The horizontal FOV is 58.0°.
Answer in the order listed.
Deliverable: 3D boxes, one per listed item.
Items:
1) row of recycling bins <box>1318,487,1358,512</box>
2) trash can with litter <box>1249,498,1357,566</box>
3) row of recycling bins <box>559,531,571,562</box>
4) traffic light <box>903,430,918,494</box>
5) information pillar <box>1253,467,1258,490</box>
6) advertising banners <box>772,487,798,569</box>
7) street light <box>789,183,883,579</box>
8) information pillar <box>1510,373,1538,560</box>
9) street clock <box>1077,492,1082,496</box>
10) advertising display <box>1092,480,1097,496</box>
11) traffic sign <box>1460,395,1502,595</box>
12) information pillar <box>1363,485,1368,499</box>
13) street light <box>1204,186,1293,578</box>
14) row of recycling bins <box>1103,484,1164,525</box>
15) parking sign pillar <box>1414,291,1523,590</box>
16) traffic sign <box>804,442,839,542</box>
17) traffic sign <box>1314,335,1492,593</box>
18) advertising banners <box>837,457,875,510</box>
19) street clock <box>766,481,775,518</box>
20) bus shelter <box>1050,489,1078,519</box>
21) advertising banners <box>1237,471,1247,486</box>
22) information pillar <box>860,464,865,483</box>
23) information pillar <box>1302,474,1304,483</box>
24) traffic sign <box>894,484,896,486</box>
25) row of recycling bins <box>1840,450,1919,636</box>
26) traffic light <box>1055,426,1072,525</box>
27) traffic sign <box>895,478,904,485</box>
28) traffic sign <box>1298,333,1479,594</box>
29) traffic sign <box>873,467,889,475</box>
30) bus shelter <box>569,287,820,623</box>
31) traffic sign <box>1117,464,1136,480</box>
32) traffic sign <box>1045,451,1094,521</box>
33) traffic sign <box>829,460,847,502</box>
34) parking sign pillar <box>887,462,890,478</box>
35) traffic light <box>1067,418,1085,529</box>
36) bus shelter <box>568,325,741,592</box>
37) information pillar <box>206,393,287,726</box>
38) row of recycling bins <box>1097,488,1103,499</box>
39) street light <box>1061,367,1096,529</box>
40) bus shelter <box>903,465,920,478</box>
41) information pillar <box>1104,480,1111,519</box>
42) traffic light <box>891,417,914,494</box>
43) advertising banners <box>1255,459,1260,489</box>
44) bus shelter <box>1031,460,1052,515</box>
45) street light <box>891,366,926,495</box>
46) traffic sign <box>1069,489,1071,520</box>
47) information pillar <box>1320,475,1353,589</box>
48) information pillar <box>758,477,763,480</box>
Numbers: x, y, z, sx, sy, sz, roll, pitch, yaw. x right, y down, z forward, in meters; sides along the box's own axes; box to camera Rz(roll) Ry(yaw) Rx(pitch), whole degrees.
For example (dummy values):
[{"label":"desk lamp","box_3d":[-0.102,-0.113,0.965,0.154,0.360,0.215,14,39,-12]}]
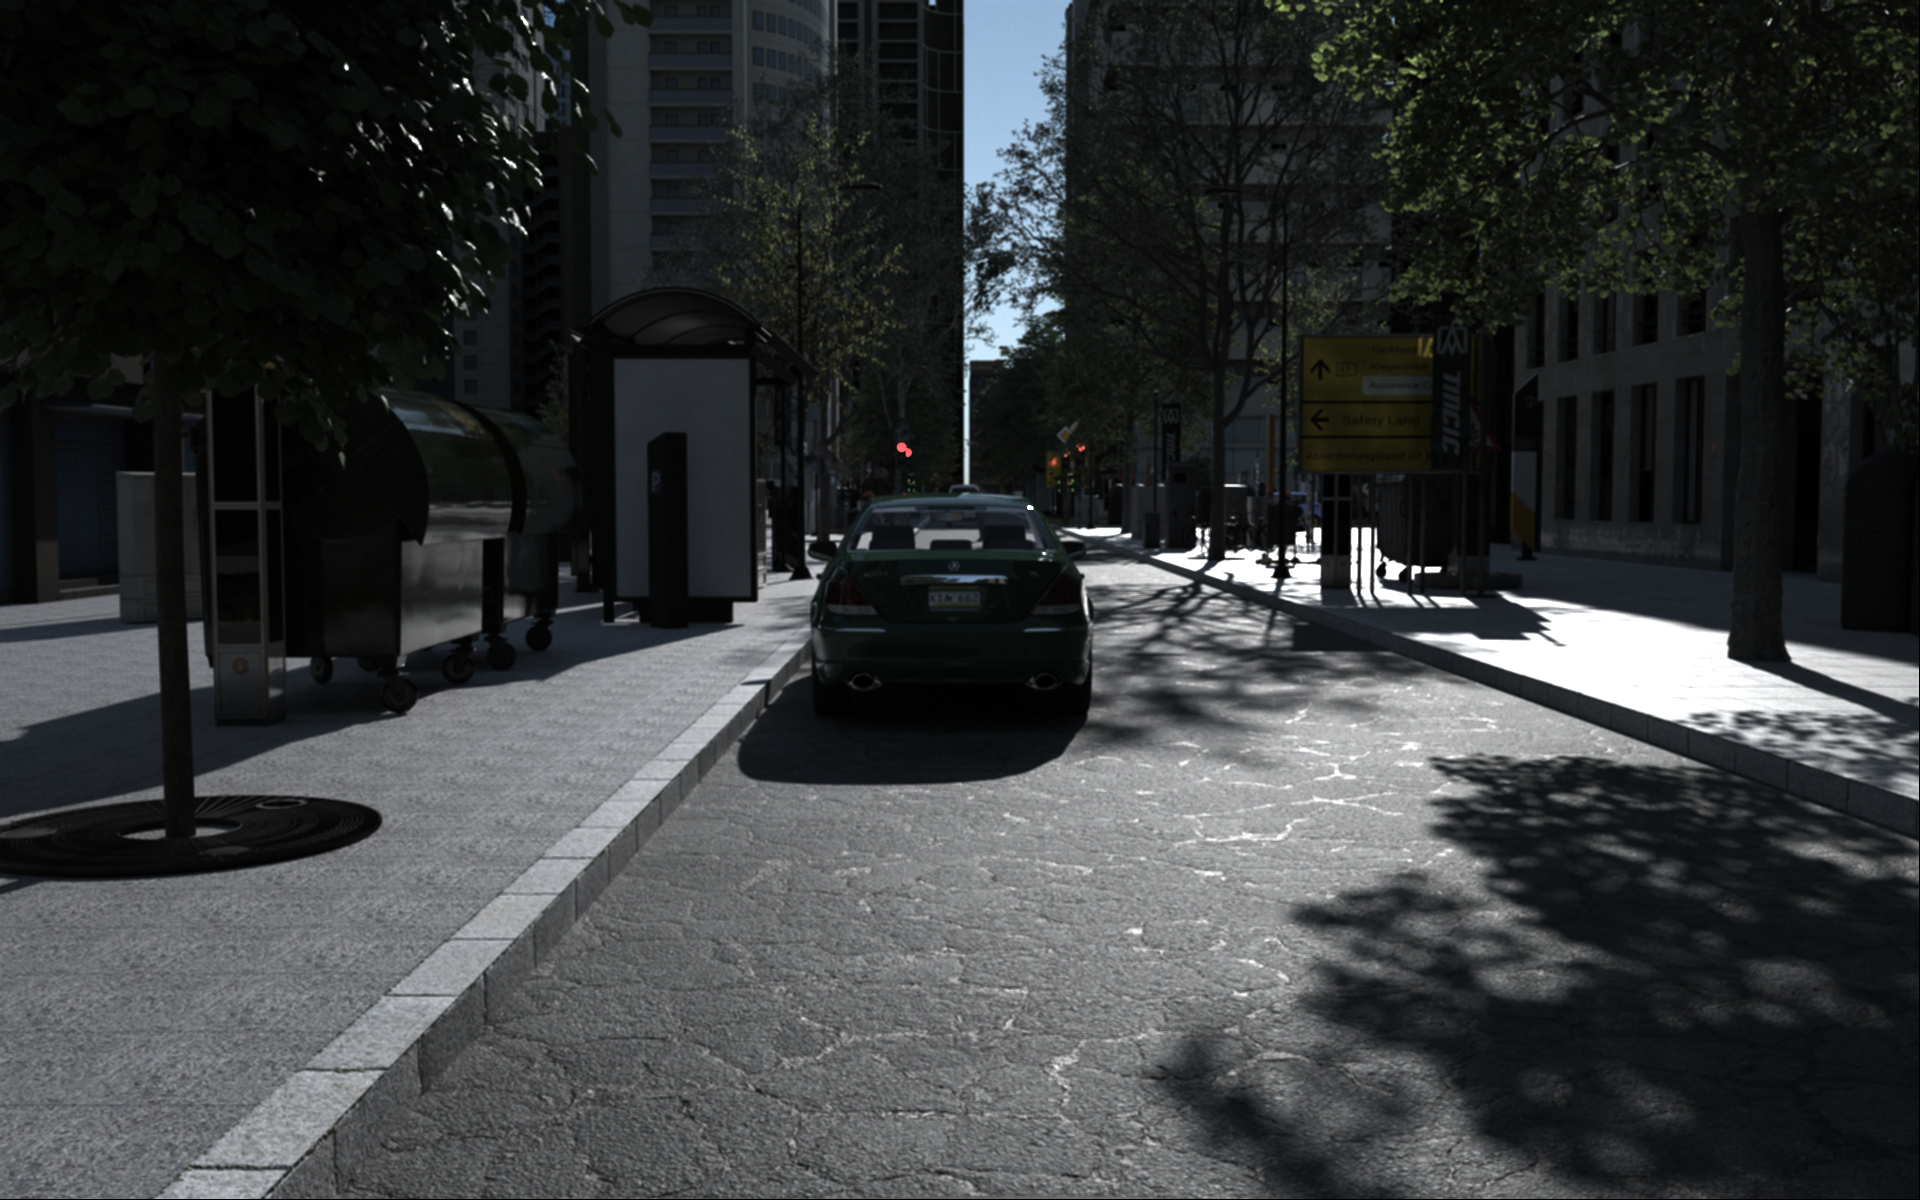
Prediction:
[{"label":"row of recycling bins","box_3d":[19.192,-4.956,88.145,1.069,1.692,3.534,-1,4,-11]},{"label":"trash can with litter","box_3d":[6.292,-1.260,31.657,2.233,1.210,1.678,0,4,-1]},{"label":"row of recycling bins","box_3d":[-7.150,-1.581,32.964,3.534,1.692,1.069,-1,4,-9]},{"label":"traffic light","box_3d":[-2.135,-5.038,71.295,0.839,4.253,0.868,0,4,0]},{"label":"information pillar","box_3d":[23.270,-8.855,136.133,0.504,3.616,0.183,-2,4,-35]},{"label":"advertising banners","box_3d":[-3.709,-2.037,29.500,2.074,3.025,0.090,-1,4,-11]},{"label":"street light","box_3d":[-1.857,-3.270,26.007,1.470,5.913,1.316,0,4,0]},{"label":"information pillar","box_3d":[10.936,-2.580,33.539,0.504,3.616,0.183,-1,4,-8]},{"label":"street clock","box_3d":[5.684,-4.738,82.038,0.358,2.002,0.471,0,4,0]},{"label":"advertising display","box_3d":[6.190,-4.594,80.319,0.123,1.923,0.974,0,4,-7]},{"label":"traffic sign","box_3d":[6.380,-1.339,21.893,0.884,2.594,0.081,0,4,2]},{"label":"information pillar","box_3d":[30.399,-8.484,130.069,0.504,3.616,0.183,0,4,-5]},{"label":"street light","box_3d":[4.379,-3.289,26.324,1.470,5.913,1.316,0,4,0]},{"label":"row of recycling bins","box_3d":[7.977,-4.019,72.828,3.534,1.692,1.069,-1,4,-14]},{"label":"parking sign pillar","box_3d":[6.993,-2.157,23.738,1.447,3.967,1.447,1,4,10]},{"label":"traffic sign","box_3d":[-3.092,-2.283,38.516,0.795,2.450,0.064,0,4,5]},{"label":"traffic sign","box_3d":[5.668,-1.741,22.343,2.265,3.308,0.079,0,4,3]},{"label":"advertising banners","box_3d":[-5.057,-5.300,82.839,2.074,3.025,0.090,1,4,13]},{"label":"street clock","box_3d":[-10.125,-5.380,92.533,0.358,2.002,0.471,3,4,37]},{"label":"bus shelter","box_3d":[5.887,-7.156,94.628,2.179,5.291,8.768,0,3,0]},{"label":"advertising banners","box_3d":[21.220,-8.338,132.516,0.090,3.025,2.074,-3,4,-37]},{"label":"information pillar","box_3d":[-6.826,-8.028,122.615,0.504,3.616,0.183,2,4,29]},{"label":"information pillar","box_3d":[26.864,-8.825,135.636,0.183,3.616,0.504,0,4,-4]},{"label":"traffic sign","box_3d":[-4.672,-8.044,131.631,0.768,2.556,0.104,0,4,3]},{"label":"row of recycling bins","box_3d":[9.262,-0.490,15.122,1.069,1.692,3.534,-1,4,-21]},{"label":"traffic light","box_3d":[4.326,-5.041,71.337,0.839,4.253,0.868,0,4,0]},{"label":"traffic sign","box_3d":[-4.330,-7.554,123.609,0.768,2.556,0.104,0,4,6]},{"label":"traffic sign","box_3d":[5.425,-1.722,22.033,2.265,3.308,0.079,0,4,0]},{"label":"traffic sign","box_3d":[-3.702,-4.969,81.354,0.768,2.556,0.104,0,4,6]},{"label":"bus shelter","box_3d":[-2.814,-1.578,19.720,2.014,3.302,5.546,0,4,0]},{"label":"traffic sign","box_3d":[6.858,-4.359,71.375,0.768,2.556,0.104,0,4,3]},{"label":"traffic sign","box_3d":[5.139,-5.339,81.166,2.265,3.308,0.079,0,4,2]},{"label":"traffic sign","box_3d":[-4.526,-3.862,63.251,0.768,2.556,0.104,0,4,5]},{"label":"parking sign pillar","box_3d":[-5.990,-9.090,137.093,1.447,3.967,1.447,0,4,-7]},{"label":"traffic light","box_3d":[4.359,-4.552,63.352,0.839,4.253,0.868,0,4,0]},{"label":"bus shelter","box_3d":[-4.276,-2.103,25.660,1.731,3.624,6.357,0,4,0]},{"label":"information pillar","box_3d":[-3.972,-0.316,9.651,0.304,2.012,0.304,0,4,-2]},{"label":"row of recycling bins","box_3d":[9.392,-5.527,97.486,3.534,1.692,1.069,3,4,38]},{"label":"street light","box_3d":[4.261,-5.553,63.339,1.470,5.913,1.316,0,4,0]},{"label":"bus shelter","box_3d":[-4.023,-8.901,136.814,1.731,3.624,6.357,0,4,0]},{"label":"information pillar","box_3d":[7.522,-5.132,88.395,0.304,2.012,0.304,2,4,25]},{"label":"traffic light","box_3d":[-2.102,-4.550,63.310,0.839,4.253,0.868,0,4,0]},{"label":"advertising banners","box_3d":[15.155,-5.522,86.472,0.090,3.025,2.074,2,4,35]},{"label":"bus shelter","box_3d":[5.295,-6.628,102.296,2.014,3.302,5.546,0,4,0]},{"label":"street light","box_3d":[-1.917,-5.536,63.053,1.470,5.913,1.316,0,4,0]},{"label":"traffic sign","box_3d":[5.529,-5.323,87.039,0.884,2.594,0.081,0,4,6]},{"label":"information pillar","box_3d":[5.110,-1.163,23.507,0.304,2.012,0.304,-2,4,-31]},{"label":"information pillar","box_3d":[-8.412,-4.164,72.576,0.304,2.012,0.304,0,4,5]}]
